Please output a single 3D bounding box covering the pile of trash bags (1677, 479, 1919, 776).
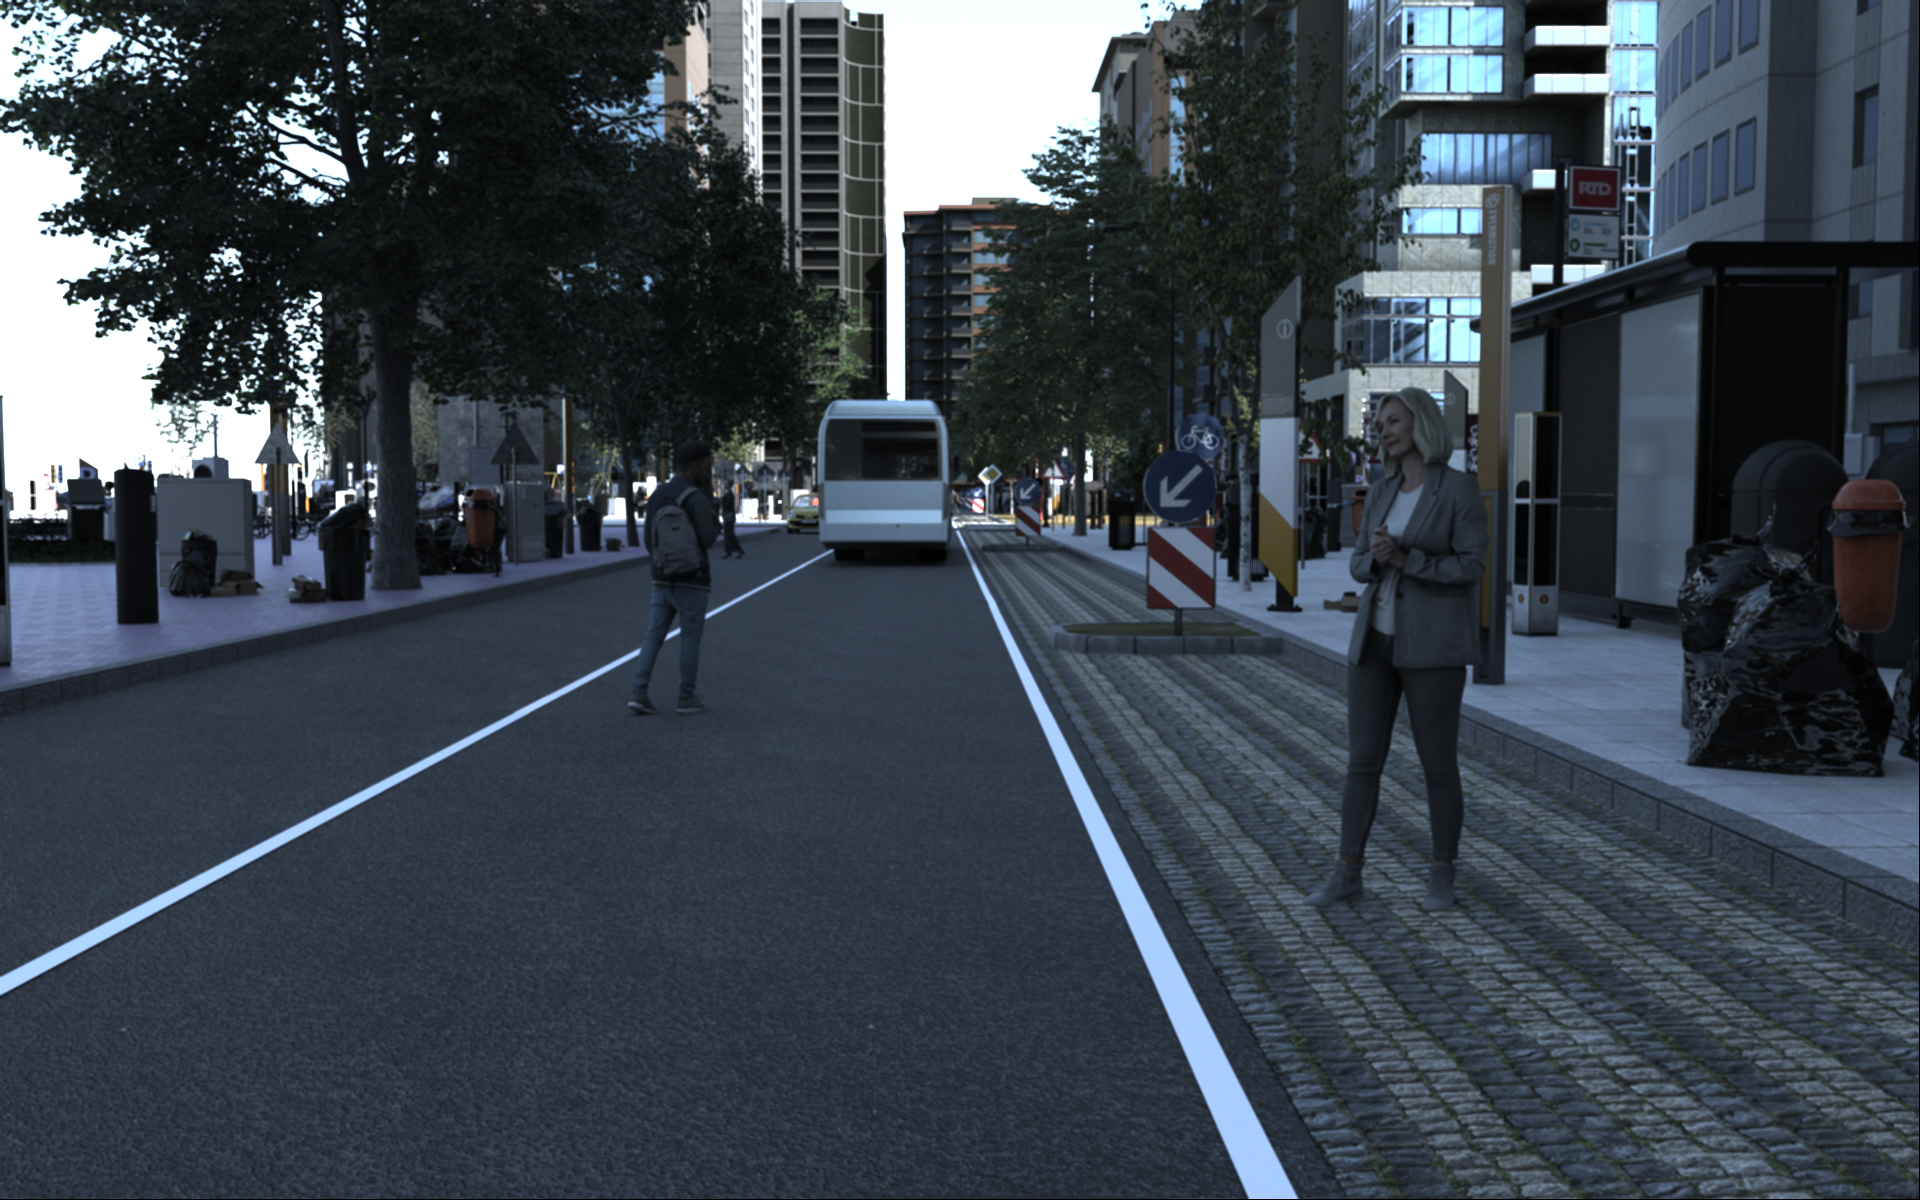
[{"bbox_3d":[4.877,0.030,9.263,1.912,1.369,3.447,2,4,25],"label":"pile of trash bags"}]

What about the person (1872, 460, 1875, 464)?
[{"bbox_3d":[12.398,-1.016,23.217,0.480,1.755,0.524,-3,5,-43],"label":"person"}]

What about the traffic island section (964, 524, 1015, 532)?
[{"bbox_3d":[1.280,-2.684,66.169,2.009,0.180,2.903,0,4,-1],"label":"traffic island section"}]

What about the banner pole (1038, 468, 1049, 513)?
[{"bbox_3d":[4.700,-6.489,96.105,0.863,3.779,0.401,1,4,13],"label":"banner pole"}]

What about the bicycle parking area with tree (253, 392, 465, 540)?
[{"bbox_3d":[-18.532,-3.939,51.408,9.016,4.147,8.231,1,4,17],"label":"bicycle parking area with tree"}]

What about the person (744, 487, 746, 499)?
[{"bbox_3d":[-16.177,-7.537,129.294,0.654,1.822,0.581,0,4,-1],"label":"person"}]

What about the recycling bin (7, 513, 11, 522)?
[{"bbox_3d":[-33.921,-2.955,60.872,0.722,1.027,0.722,1,4,15],"label":"recycling bin"}]

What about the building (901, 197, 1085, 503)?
[{"bbox_3d":[4.241,-36.881,257.631,28.867,44.769,22.147,0,4,-1],"label":"building"}]

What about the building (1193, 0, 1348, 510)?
[{"bbox_3d":[30.081,-29.355,134.574,22.147,44.769,28.867,0,4,-1],"label":"building"}]

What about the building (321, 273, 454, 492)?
[{"bbox_3d":[-65.684,-26.427,203.786,14.107,30.474,14.160,0,4,-1],"label":"building"}]

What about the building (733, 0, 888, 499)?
[{"bbox_3d":[-21.213,-49.942,254.805,20.611,71.187,20.563,0,4,-1],"label":"building"}]

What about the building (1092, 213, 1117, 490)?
[{"bbox_3d":[30.589,-38.751,257.285,21.600,48.544,21.300,0,4,-1],"label":"building"}]

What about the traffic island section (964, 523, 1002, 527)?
[{"bbox_3d":[1.188,-3.173,74.153,2.009,0.180,2.903,0,4,-1],"label":"traffic island section"}]

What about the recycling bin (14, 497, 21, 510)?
[{"bbox_3d":[-75.135,-7.646,137.559,0.722,1.027,0.722,0,4,-7],"label":"recycling bin"}]

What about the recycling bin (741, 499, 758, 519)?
[{"bbox_3d":[-11.075,-4.805,91.117,0.722,1.027,0.722,1,4,9],"label":"recycling bin"}]

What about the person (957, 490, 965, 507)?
[{"bbox_3d":[-0.170,-10.388,178.280,1.348,1.831,0.705,1,4,18],"label":"person"}]

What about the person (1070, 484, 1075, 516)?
[{"bbox_3d":[6.649,-5.895,101.783,0.474,1.900,0.648,-1,4,-20],"label":"person"}]

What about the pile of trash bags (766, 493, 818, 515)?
[{"bbox_3d":[-10.259,-5.895,106.135,3.447,1.369,1.912,-1,4,-23],"label":"pile of trash bags"}]

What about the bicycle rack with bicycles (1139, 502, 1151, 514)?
[{"bbox_3d":[13.432,-6.072,112.660,2.925,0.926,2.852,2,4,29],"label":"bicycle rack with bicycles"}]

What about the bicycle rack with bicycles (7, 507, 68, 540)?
[{"bbox_3d":[-24.705,-2.027,46.523,2.925,0.926,2.852,-2,4,-31],"label":"bicycle rack with bicycles"}]

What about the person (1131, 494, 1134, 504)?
[{"bbox_3d":[10.624,-5.881,106.481,0.394,1.301,0.425,-2,4,-30],"label":"person"}]

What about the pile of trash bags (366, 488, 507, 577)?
[{"bbox_3d":[-8.199,-1.106,27.843,1.912,1.369,3.447,-3,4,-36],"label":"pile of trash bags"}]

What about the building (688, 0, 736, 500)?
[{"bbox_3d":[-33.922,-46.588,199.959,20.611,71.187,20.563,0,4,-1],"label":"building"}]

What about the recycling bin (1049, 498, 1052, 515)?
[{"bbox_3d":[5.232,-5.697,105.705,0.722,1.027,0.722,-2,4,-33],"label":"recycling bin"}]

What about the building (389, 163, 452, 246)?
[{"bbox_3d":[-73.563,-38.680,256.116,21.600,48.544,21.300,0,4,-1],"label":"building"}]

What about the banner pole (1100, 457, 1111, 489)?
[{"bbox_3d":[8.424,-6.797,101.146,0.863,3.779,0.401,1,4,15],"label":"banner pole"}]

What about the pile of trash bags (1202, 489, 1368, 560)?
[{"bbox_3d":[6.783,-1.497,34.224,3.447,1.369,1.912,3,5,43],"label":"pile of trash bags"}]

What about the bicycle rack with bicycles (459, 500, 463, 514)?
[{"bbox_3d":[-30.246,-5.561,104.309,2.852,0.926,2.925,2,4,33],"label":"bicycle rack with bicycles"}]

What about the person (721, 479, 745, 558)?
[{"bbox_3d":[-5.103,-1.818,38.647,0.534,1.772,0.576,-2,4,-24],"label":"person"}]

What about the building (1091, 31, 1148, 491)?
[{"bbox_3d":[30.295,-37.176,197.058,28.713,52.752,27.495,0,4,-1],"label":"building"}]

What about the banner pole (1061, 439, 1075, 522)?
[{"bbox_3d":[4.864,-5.438,78.921,0.401,3.779,0.863,3,5,41],"label":"banner pole"}]

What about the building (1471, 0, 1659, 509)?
[{"bbox_3d":[35.372,-48.045,98.212,31.000,86.520,22.319,0,4,-1],"label":"building"}]

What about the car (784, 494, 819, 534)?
[{"bbox_3d":[-5.394,-3.272,63.723,2.015,1.641,3.980,0,3,0],"label":"car"}]

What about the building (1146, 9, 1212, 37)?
[{"bbox_3d":[24.025,-31.322,162.228,14.600,45.320,14.200,0,4,-1],"label":"building"}]

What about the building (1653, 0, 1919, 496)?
[{"bbox_3d":[27.265,-30.271,36.925,21.231,58.520,28.212,0,4,-1],"label":"building"}]

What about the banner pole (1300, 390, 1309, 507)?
[{"bbox_3d":[8.269,-3.156,41.621,0.401,3.779,0.863,0,4,-2],"label":"banner pole"}]

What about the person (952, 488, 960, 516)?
[{"bbox_3d":[-0.389,-5.750,102.478,0.622,1.834,0.822,-3,5,-43],"label":"person"}]

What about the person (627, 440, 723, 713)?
[{"bbox_3d":[-1.827,-0.151,11.315,0.623,1.781,0.721,1,4,20],"label":"person"}]

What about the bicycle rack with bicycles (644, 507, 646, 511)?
[{"bbox_3d":[-23.680,-6.811,124.740,2.925,0.926,2.852,-1,4,-14],"label":"bicycle rack with bicycles"}]

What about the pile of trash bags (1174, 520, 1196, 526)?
[{"bbox_3d":[5.497,-1.781,38.872,1.912,1.369,3.447,1,4,12],"label":"pile of trash bags"}]

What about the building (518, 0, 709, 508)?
[{"bbox_3d":[-30.293,-30.902,155.356,14.600,45.320,14.200,0,4,-1],"label":"building"}]

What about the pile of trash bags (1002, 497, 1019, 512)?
[{"bbox_3d":[4.881,-7.121,126.187,3.447,1.369,1.912,-2,4,-25],"label":"pile of trash bags"}]

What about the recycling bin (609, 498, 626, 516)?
[{"bbox_3d":[-20.281,-5.499,102.470,0.722,1.027,0.722,3,5,44],"label":"recycling bin"}]

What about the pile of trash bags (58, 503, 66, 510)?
[{"bbox_3d":[-69.898,-7.798,137.241,1.912,1.369,3.447,0,4,3],"label":"pile of trash bags"}]

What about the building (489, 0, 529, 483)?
[{"bbox_3d":[-33.773,-44.884,172.110,20.563,71.187,20.611,0,4,-1],"label":"building"}]

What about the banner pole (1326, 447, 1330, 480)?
[{"bbox_3d":[17.266,-5.581,81.274,0.401,3.779,0.863,2,4,26],"label":"banner pole"}]

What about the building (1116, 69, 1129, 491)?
[{"bbox_3d":[23.542,-32.189,176.397,14.600,45.320,14.200,0,4,-1],"label":"building"}]

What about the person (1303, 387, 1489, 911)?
[{"bbox_3d":[1.530,0.168,5.931,0.526,1.800,0.537,-2,4,-32],"label":"person"}]

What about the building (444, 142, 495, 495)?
[{"bbox_3d":[-51.529,-33.834,203.295,14.200,45.320,14.600,0,4,-1],"label":"building"}]

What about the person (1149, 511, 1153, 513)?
[{"bbox_3d":[12.929,-6.714,115.934,0.709,1.813,0.853,2,4,30],"label":"person"}]
